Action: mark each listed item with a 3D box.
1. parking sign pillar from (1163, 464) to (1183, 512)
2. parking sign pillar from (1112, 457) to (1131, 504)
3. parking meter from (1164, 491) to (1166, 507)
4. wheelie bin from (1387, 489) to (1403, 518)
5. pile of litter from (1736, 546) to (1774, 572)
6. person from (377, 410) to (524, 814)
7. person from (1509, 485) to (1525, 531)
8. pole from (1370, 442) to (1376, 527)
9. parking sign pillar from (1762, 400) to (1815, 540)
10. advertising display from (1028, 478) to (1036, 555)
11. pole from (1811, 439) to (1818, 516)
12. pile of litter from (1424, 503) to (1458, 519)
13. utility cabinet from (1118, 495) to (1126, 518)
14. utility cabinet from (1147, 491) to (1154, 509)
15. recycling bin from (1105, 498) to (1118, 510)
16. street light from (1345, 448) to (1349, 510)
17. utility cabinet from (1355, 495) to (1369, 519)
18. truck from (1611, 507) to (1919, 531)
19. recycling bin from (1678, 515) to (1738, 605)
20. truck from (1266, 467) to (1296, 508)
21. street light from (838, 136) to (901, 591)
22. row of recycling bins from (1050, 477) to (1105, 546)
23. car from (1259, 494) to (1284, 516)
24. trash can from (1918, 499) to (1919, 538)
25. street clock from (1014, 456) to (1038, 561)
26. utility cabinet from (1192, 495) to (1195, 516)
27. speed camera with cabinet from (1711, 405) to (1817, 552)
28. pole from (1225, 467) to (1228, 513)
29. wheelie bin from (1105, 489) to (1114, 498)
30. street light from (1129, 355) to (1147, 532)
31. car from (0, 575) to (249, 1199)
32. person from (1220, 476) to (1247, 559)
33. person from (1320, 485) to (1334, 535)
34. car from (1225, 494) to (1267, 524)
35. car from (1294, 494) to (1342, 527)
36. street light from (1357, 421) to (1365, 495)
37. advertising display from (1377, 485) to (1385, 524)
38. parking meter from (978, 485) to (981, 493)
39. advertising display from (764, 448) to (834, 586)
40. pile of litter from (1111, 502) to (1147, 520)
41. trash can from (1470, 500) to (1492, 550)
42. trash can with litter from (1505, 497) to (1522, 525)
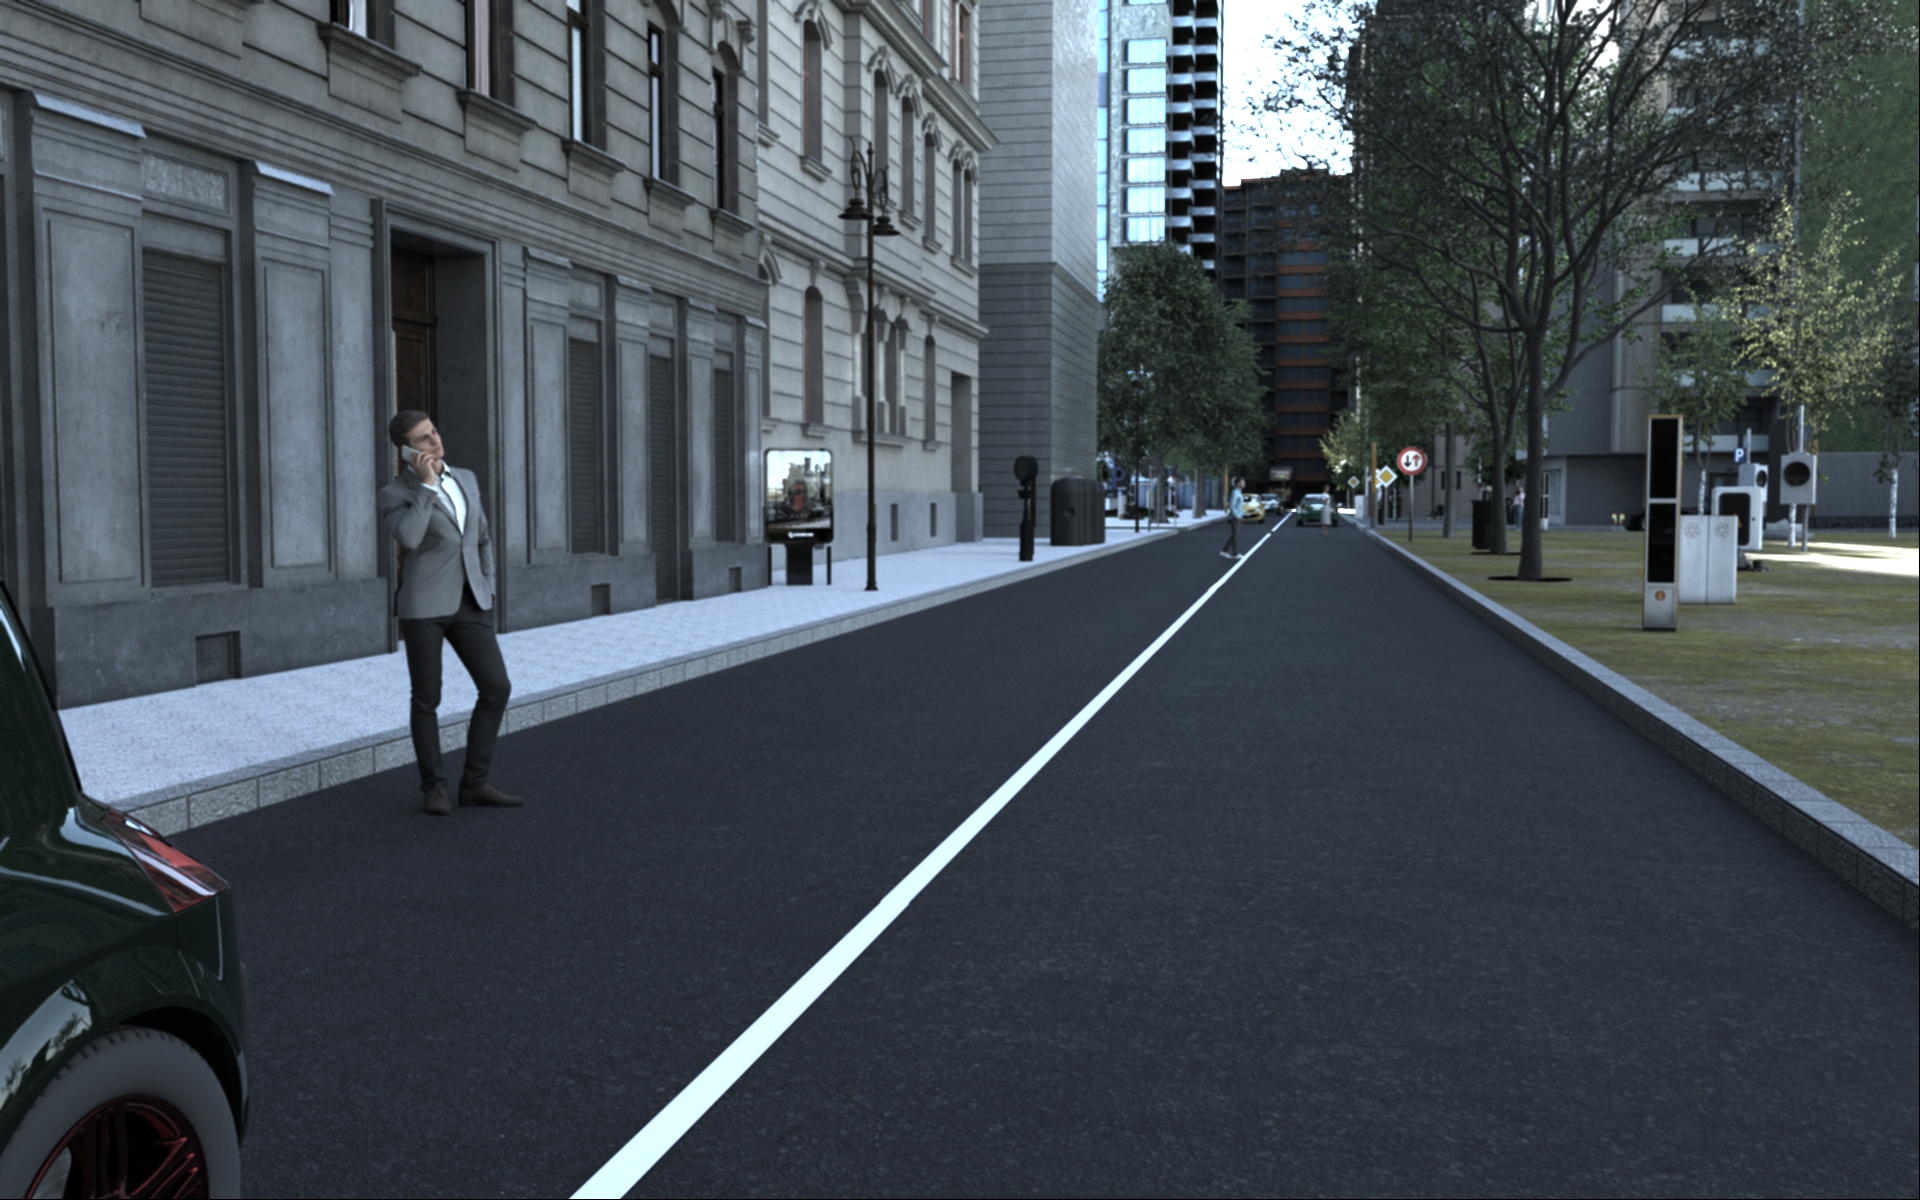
[{"bbox_3d":[15.611,-8.471,126.981,1.447,3.967,1.447,0,3,0],"label":"parking sign pillar"},{"bbox_3d":[11.498,-8.254,123.433,1.447,3.967,1.447,2,4,35],"label":"parking sign pillar"},{"bbox_3d":[12.618,-6.085,107.895,0.372,1.533,0.369,0,3,0],"label":"parking meter"},{"bbox_3d":[23.278,-5.180,92.605,0.693,1.594,0.980,2,4,31],"label":"wheelie bin"},{"bbox_3d":[12.930,-0.943,29.378,1.176,0.858,1.719,-1,4,-19],"label":"pile of litter"},{"bbox_3d":[-2.308,0.052,7.834,0.592,1.802,0.473,-2,4,-35],"label":"person"},{"bbox_3d":[20.795,-3.388,64.489,0.643,1.750,0.593,-3,5,-40],"label":"person"},{"bbox_3d":[16.138,-4.510,67.586,0.158,3.312,0.155,0,3,0],"label":"pole"},{"bbox_3d":[23.339,-3.691,48.821,1.447,3.967,1.447,0,4,-7],"label":"parking sign pillar"},{"bbox_3d":[1.514,-1.940,36.936,0.123,1.923,0.974,0,4,-3],"label":"advertising display"},{"bbox_3d":[31.957,-4.339,64.778,0.158,3.312,0.155,0,3,0],"label":"pole"},{"bbox_3d":[24.614,-4.555,88.444,1.719,0.858,1.176,1,4,20],"label":"pile of litter"},{"bbox_3d":[8.564,-4.921,91.628,0.306,1.237,1.020,1,4,15],"label":"utility cabinet"},{"bbox_3d":[12.757,-6.465,114.389,0.318,1.500,1.173,3,4,39],"label":"utility cabinet"},{"bbox_3d":[9.355,-5.834,107.947,0.722,1.027,0.722,-2,4,-33],"label":"recycling bin"},{"bbox_3d":[31.497,-10.285,140.946,0.468,5.910,1.993,1,4,11],"label":"street light"},{"bbox_3d":[21.149,-4.900,91.278,0.306,1.237,1.020,-1,4,-14],"label":"utility cabinet"},{"bbox_3d":[32.549,-4.277,59.690,18.799,4.110,2.967,1,4,10],"label":"truck"},{"bbox_3d":[8.660,-0.481,20.421,0.722,1.027,0.722,0,4,1],"label":"recycling bin"},{"bbox_3d":[33.657,-11.754,181.091,2.839,4.237,11.283,1,4,13],"label":"truck"},{"bbox_3d":[-1.179,-3.064,22.888,0.468,5.910,1.993,1,4,11],"label":"street light"},{"bbox_3d":[3.073,-2.273,44.281,1.069,1.692,3.534,1,4,16],"label":"row of recycling bins"},{"bbox_3d":[20.522,-6.334,115.353,2.131,1.459,4.920,1,4,13],"label":"car"},{"bbox_3d":[26.974,-2.226,48.048,0.748,1.137,0.748,0,3,0],"label":"trash can"},{"bbox_3d":[1.262,-1.743,33.064,0.358,2.002,0.471,-2,4,-35],"label":"street clock"},{"bbox_3d":[14.272,-5.665,103.778,0.306,1.237,1.020,2,4,34],"label":"utility cabinet"},{"bbox_3d":[18.046,-2.723,38.857,2.038,3.252,0.660,2,4,31],"label":"speed camera with cabinet"},{"bbox_3d":[17.632,-7.381,114.523,0.158,3.312,0.155,0,3,0],"label":"pole"},{"bbox_3d":[10.079,-6.776,118.695,0.980,1.594,0.693,2,4,24],"label":"wheelie bin"},{"bbox_3d":[5.931,-5.201,57.816,0.468,5.910,1.993,1,4,11],"label":"street light"},{"bbox_3d":[-2.331,0.517,1.337,2.009,1.686,4.222,1,4,12],"label":"car"},{"bbox_3d":[6.085,-1.835,38.516,0.620,1.820,0.660,1,4,13],"label":"person"},{"bbox_3d":[12.763,-3.119,60.060,0.524,1.755,0.480,2,4,33],"label":"person"},{"bbox_3d":[14.065,-4.573,84.991,2.015,1.641,3.980,1,4,12],"label":"car"},{"bbox_3d":[16.131,-4.053,78.067,2.131,1.459,4.920,1,4,12],"label":"car"},{"bbox_3d":[24.556,-8.149,106.023,0.468,5.910,1.993,1,4,11],"label":"street light"},{"bbox_3d":[17.735,-4.148,73.041,0.123,1.923,0.974,0,4,2],"label":"advertising display"},{"bbox_3d":[0.419,-2.539,49.926,0.372,1.533,0.369,0,3,0],"label":"parking meter"},{"bbox_3d":[-2.261,-1.169,24.321,0.974,1.923,0.123,-1,4,-17],"label":"advertising display"},{"bbox_3d":[8.441,-4.436,86.499,1.719,0.858,1.176,2,4,27],"label":"pile of litter"},{"bbox_3d":[12.212,-1.746,40.207,0.748,1.137,0.748,0,3,0],"label":"trash can"},{"bbox_3d":[23.253,-3.749,72.689,1.055,1.170,0.624,-1,4,-10],"label":"trash can with litter"}]
